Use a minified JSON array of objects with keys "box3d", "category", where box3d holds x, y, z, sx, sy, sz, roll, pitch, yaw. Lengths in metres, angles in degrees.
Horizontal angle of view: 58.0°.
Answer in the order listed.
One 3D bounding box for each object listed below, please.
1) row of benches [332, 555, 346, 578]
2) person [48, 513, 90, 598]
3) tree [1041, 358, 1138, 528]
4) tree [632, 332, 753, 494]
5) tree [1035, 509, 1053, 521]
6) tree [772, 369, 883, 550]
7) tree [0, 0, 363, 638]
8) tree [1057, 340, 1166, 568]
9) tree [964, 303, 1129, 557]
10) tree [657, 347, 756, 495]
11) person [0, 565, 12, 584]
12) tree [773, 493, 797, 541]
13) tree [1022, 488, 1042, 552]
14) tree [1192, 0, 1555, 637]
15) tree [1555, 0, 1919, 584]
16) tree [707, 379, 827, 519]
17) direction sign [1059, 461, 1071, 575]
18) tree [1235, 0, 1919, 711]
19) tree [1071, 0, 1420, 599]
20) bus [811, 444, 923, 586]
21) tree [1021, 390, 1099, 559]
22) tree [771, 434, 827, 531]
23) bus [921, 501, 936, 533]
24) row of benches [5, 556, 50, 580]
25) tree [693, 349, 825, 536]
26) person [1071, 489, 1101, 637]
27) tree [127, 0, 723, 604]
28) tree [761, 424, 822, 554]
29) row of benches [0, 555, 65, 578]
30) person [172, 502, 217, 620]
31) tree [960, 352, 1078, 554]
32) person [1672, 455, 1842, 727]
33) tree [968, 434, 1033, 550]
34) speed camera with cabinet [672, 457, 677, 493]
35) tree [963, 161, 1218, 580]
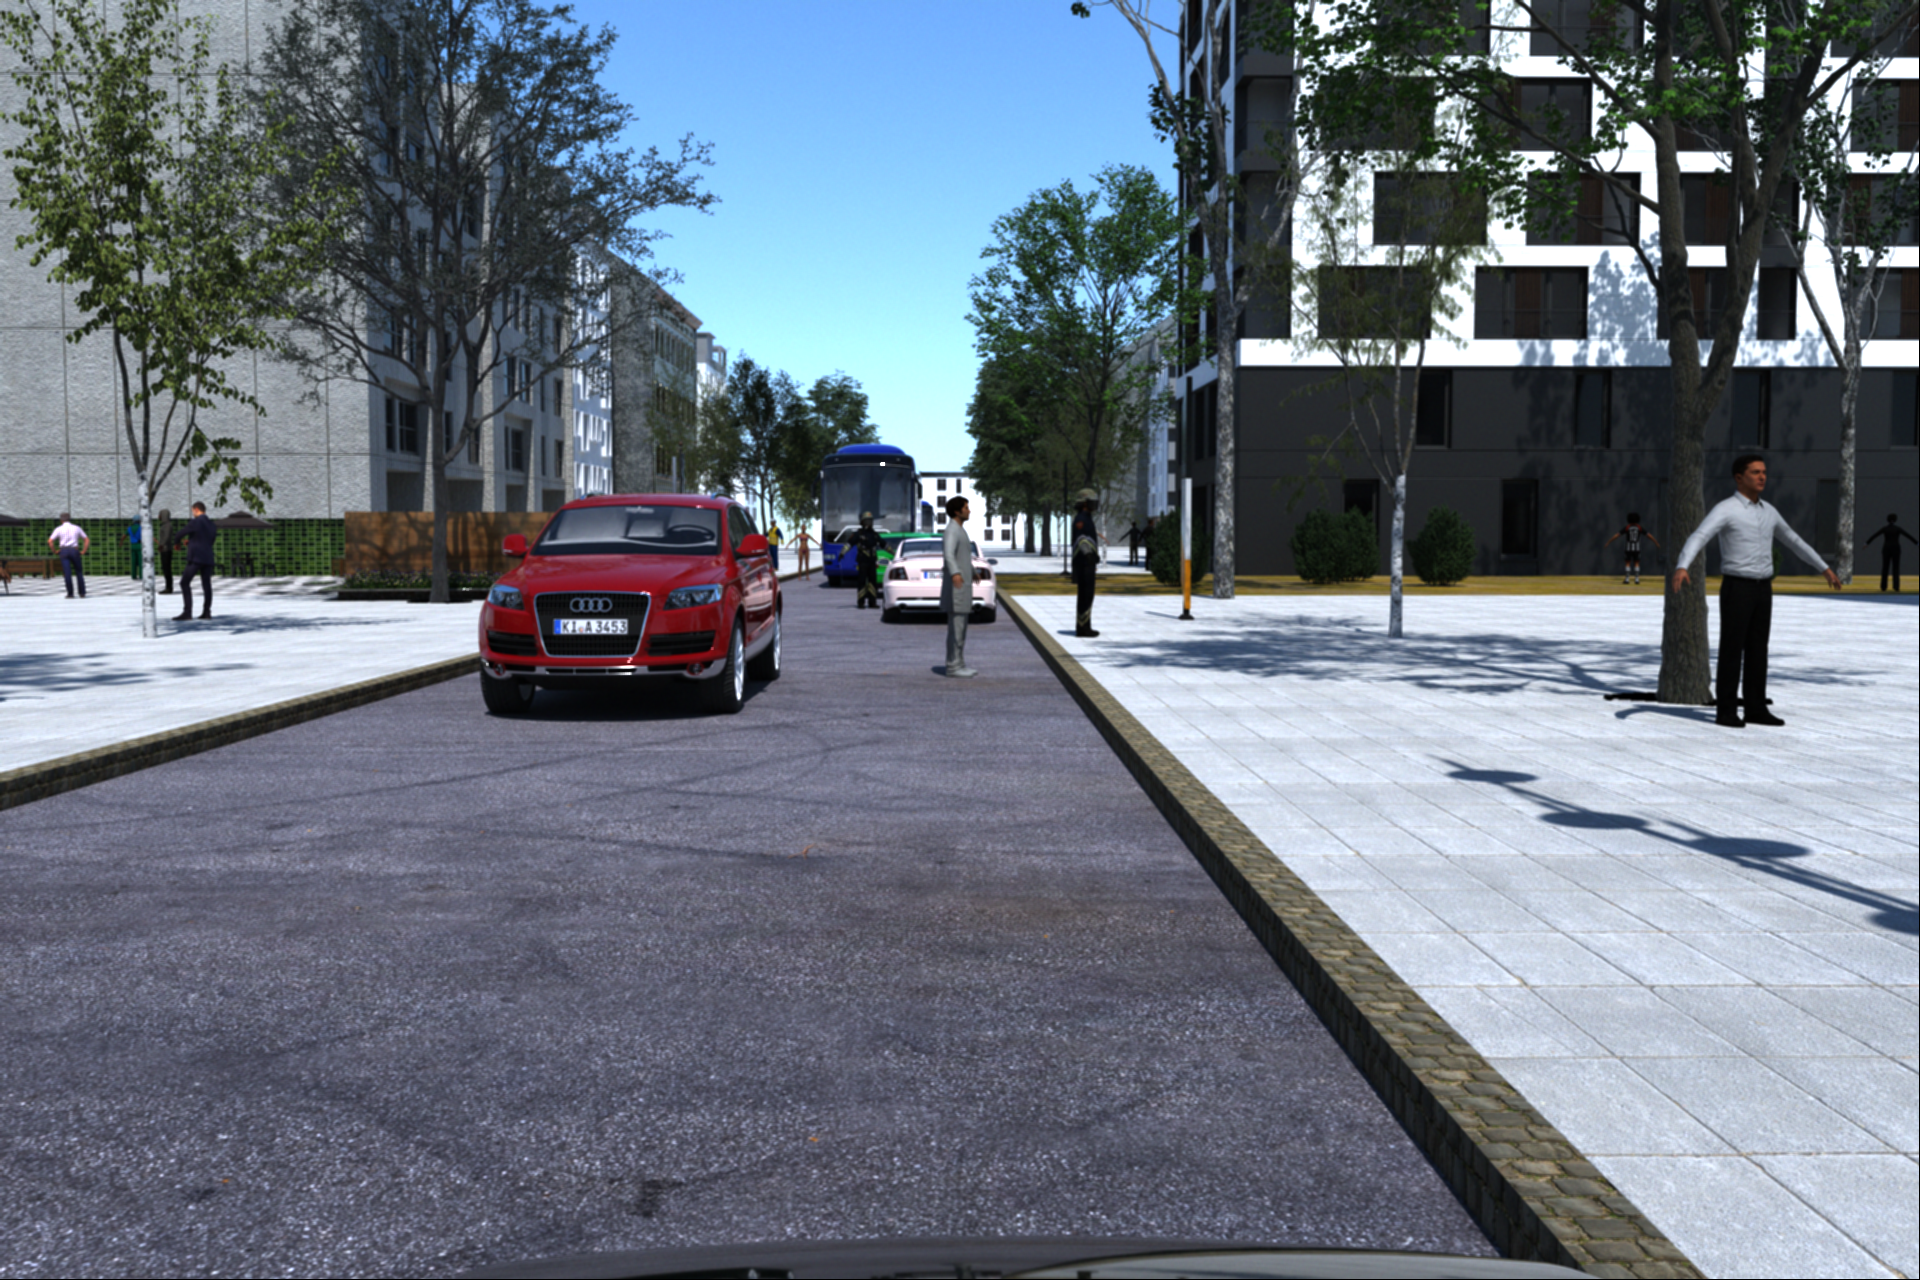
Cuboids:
[{"box3d":[-17.619,-2.160,50.779,1.422,0.672,4.104,-2,4,-32],"category":"row of benches"},{"box3d":[-17.835,-1.693,34.659,0.756,1.711,0.436,-2,4,-33],"category":"person"},{"box3d":[5.449,-7.333,70.256,4.360,8.622,3.978,0,3,0],"category":"tree"},{"box3d":[-10.293,-6.897,63.131,4.360,8.622,3.978,0,3,0],"category":"tree"},{"box3d":[11.762,-17.377,234.470,4.737,8.622,4.395,0,3,0],"category":"tree"},{"box3d":[-10.674,-13.983,135.271,9.857,13.997,8.962,0,3,0],"category":"tree"},{"box3d":[-9.789,-4.324,21.055,4.737,8.622,4.395,0,3,0],"category":"tree"},{"box3d":[5.416,-7.017,65.097,4.360,8.622,3.978,0,3,0],"category":"tree"},{"box3d":[4.899,-11.668,97.435,9.857,13.997,8.962,0,3,0],"category":"tree"},{"box3d":[-9.853,-7.211,68.266,4.360,8.622,3.978,0,3,0],"category":"tree"},{"box3d":[-7.284,-0.339,12.295,0.721,1.744,1.215,1,4,19],"category":"person"},{"box3d":[-22.797,-17.099,229.923,4.737,8.622,4.395,0,3,0],"category":"tree"},{"box3d":[4.763,-10.641,124.341,4.737,8.622,4.395,0,3,0],"category":"tree"},{"box3d":[5.514,-4.327,21.111,4.360,8.622,3.978,0,3,0],"category":"tree"},{"box3d":[21.257,-11.526,44.345,12.611,20.169,13.585,0,3,0],"category":"tree"},{"box3d":[-11.016,-10.124,99.938,7.601,10.594,8.767,1,4,10],"category":"tree"},{"box3d":[3.304,-3.804,54.198,0.379,3.537,0.876,0,4,0],"category":"direction sign"},{"box3d":[5.686,-5.332,12.931,9.928,11.665,9.643,0,3,0],"category":"tree"},{"box3d":[6.368,-10.820,32.794,12.611,20.169,13.585,0,3,0],"category":"tree"},{"box3d":[-2.474,-3.629,50.876,2.896,3.916,12.251,0,4,-1],"category":"bus"},{"box3d":[5.008,-8.386,87.468,4.360,8.622,3.978,0,3,0],"category":"tree"},{"box3d":[-10.621,-10.400,120.398,4.360,8.622,3.978,0,3,0],"category":"tree"},{"box3d":[-3.220,-8.492,130.389,2.896,3.916,12.251,0,4,-1],"category":"bus"},{"box3d":[-27.965,-2.036,48.753,4.104,0.672,1.422,-1,4,-18],"category":"row of benches"},{"box3d":[-10.175,-9.378,87.738,7.601,10.594,8.767,0,4,-1],"category":"tree"},{"box3d":[1.600,-0.964,21.637,0.704,1.845,1.351,0,4,7],"category":"person"},{"box3d":[-9.596,-7.440,32.012,12.009,13.543,11.850,0,3,0],"category":"tree"},{"box3d":[-10.708,-9.807,110.704,4.737,8.622,4.395,0,3,0],"category":"tree"},{"box3d":[-28.487,-2.185,51.180,4.104,0.672,1.422,1,4,8],"category":"row of benches"},{"box3d":[-11.515,-1.190,25.955,0.568,1.767,0.683,1,4,18],"category":"person"},{"box3d":[4.608,-12.687,114.092,9.857,13.997,8.962,0,3,0],"category":"tree"},{"box3d":[5.289,-0.333,11.605,1.344,1.810,0.704,-1,4,-18],"category":"person"},{"box3d":[4.376,-12.988,138.103,9.928,11.665,9.643,0,3,0],"category":"tree"},{"box3d":[-7.472,-3.099,45.008,0.660,3.252,2.038,0,4,1],"category":"speed camera with cabinet"},{"box3d":[3.693,-7.513,48.599,9.928,11.665,9.643,0,3,0],"category":"tree"}]
